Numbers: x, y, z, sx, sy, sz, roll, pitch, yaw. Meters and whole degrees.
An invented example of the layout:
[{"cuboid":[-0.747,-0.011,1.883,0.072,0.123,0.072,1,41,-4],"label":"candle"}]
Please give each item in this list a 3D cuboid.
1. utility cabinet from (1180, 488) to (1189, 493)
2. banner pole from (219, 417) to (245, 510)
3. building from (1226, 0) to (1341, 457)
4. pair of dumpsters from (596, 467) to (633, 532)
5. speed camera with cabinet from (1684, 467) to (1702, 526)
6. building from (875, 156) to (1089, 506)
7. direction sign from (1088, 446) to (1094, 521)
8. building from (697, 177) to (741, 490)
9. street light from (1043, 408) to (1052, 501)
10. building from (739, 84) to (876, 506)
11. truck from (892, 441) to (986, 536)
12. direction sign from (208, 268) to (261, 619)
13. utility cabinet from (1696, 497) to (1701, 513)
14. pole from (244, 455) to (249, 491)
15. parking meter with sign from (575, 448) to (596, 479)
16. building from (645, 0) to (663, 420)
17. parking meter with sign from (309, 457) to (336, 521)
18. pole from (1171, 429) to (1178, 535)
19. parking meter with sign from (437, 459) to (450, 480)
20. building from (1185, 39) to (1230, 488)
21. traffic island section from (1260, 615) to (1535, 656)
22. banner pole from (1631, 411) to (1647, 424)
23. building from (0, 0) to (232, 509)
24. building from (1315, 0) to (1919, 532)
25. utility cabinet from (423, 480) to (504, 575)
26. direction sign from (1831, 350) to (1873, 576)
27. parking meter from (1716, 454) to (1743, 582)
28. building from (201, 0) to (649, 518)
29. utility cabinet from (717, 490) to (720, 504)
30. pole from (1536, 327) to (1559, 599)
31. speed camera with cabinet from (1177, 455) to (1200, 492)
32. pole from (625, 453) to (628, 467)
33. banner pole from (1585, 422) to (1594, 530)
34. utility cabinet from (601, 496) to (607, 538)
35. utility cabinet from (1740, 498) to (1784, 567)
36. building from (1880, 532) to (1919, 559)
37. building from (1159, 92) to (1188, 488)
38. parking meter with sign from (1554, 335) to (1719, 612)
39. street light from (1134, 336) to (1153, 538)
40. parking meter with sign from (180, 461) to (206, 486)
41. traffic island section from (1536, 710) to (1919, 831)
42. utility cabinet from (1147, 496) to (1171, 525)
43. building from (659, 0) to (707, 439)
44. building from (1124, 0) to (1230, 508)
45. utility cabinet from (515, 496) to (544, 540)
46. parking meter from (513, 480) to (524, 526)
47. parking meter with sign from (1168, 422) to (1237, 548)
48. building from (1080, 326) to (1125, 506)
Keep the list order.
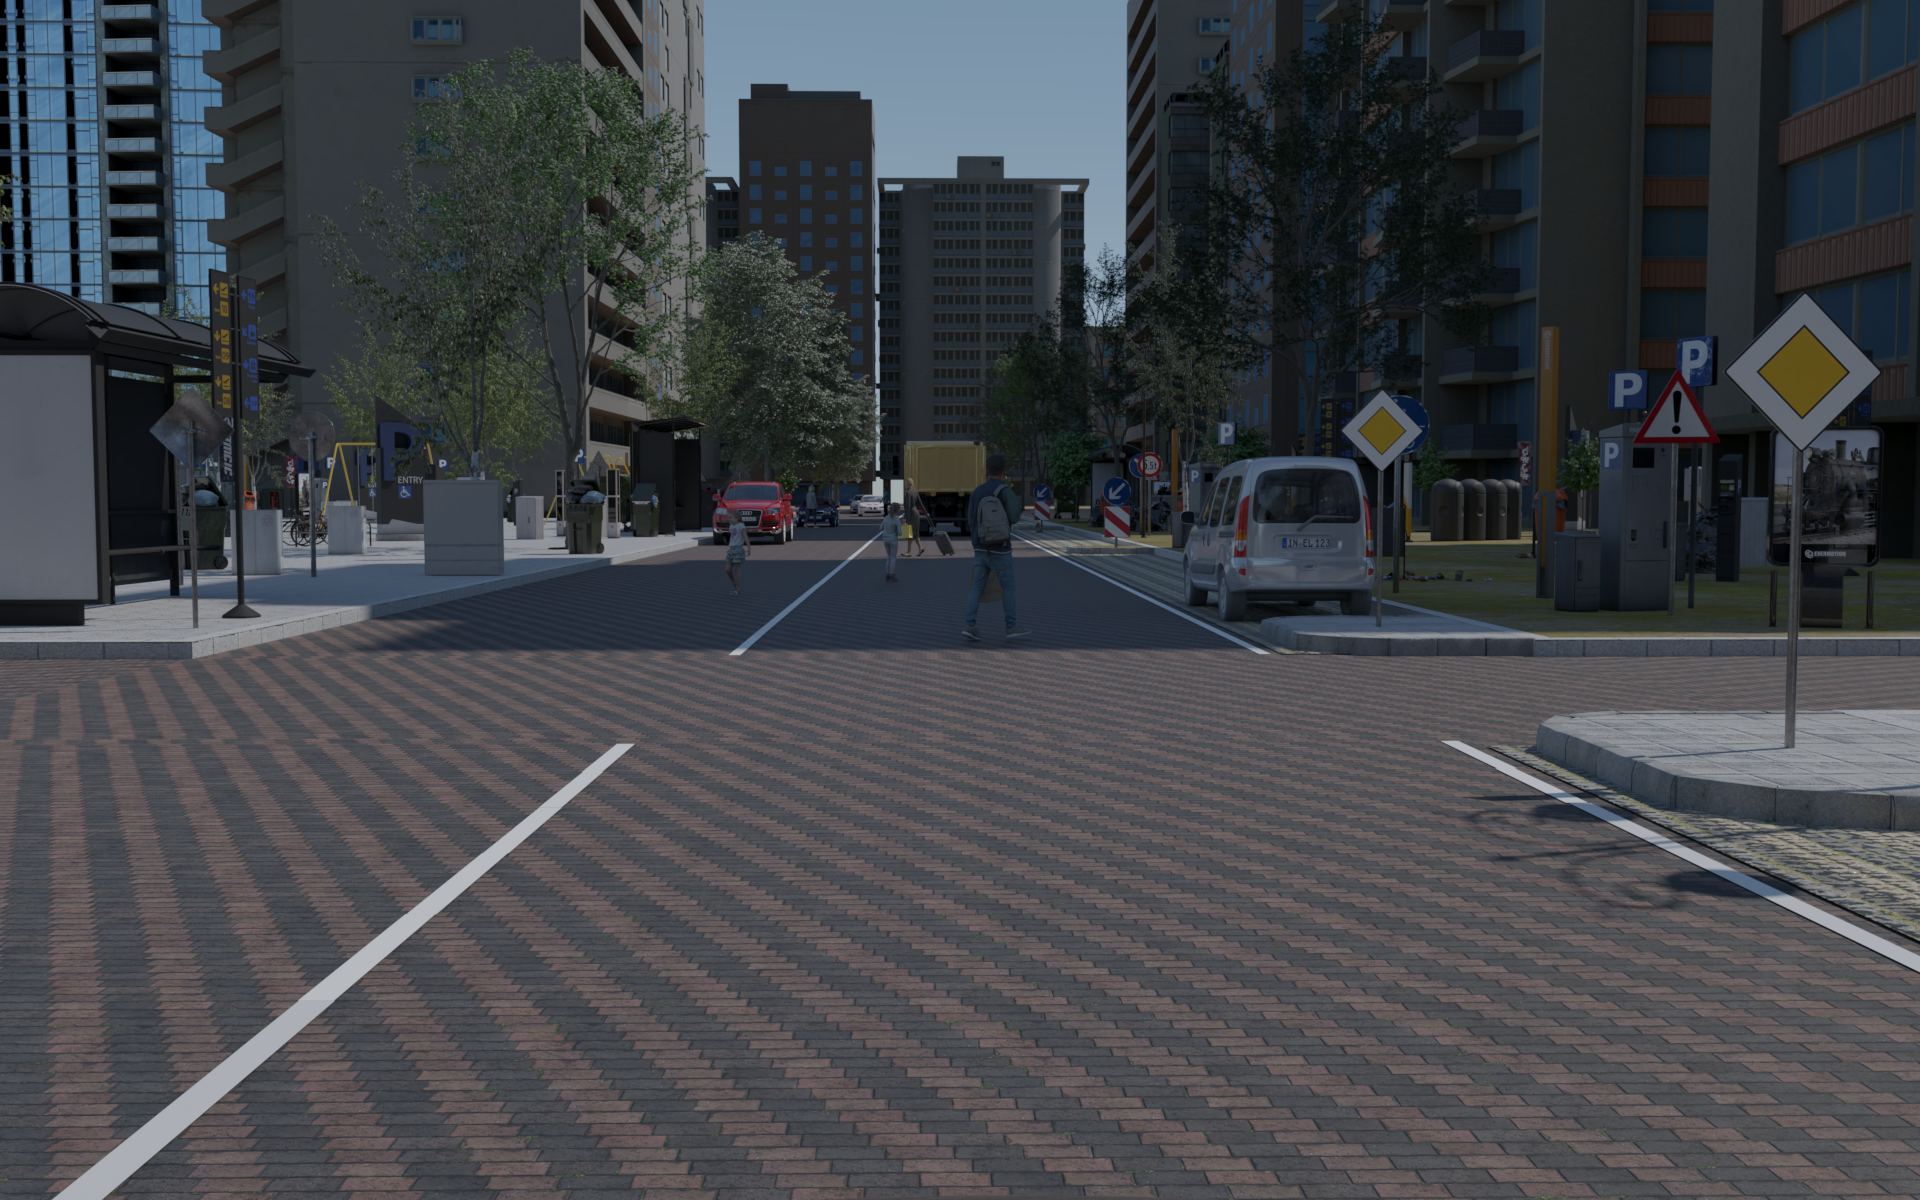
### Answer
[{"cuboid":[8.536,-3.292,62.507,1.173,1.500,0.318,2,4,29],"label":"utility cabinet"},{"cuboid":[-19.041,-3.388,45.419,0.863,3.779,0.401,0,4,6],"label":"banner pole"},{"cuboid":[23.567,-27.492,99.613,14.600,45.320,14.200,0,4,-1],"label":"building"},{"cuboid":[-11.772,-3.520,60.052,1.574,2.255,4.437,0,4,-1],"label":"pair of dumpsters"},{"cuboid":[25.749,-3.946,58.848,2.038,3.252,0.660,3,5,44],"label":"speed camera with cabinet"},{"cuboid":[2.325,-31.185,201.750,23.993,40.220,32.217,0,4,-1],"label":"building"},{"cuboid":[6.146,-5.448,81.064,0.876,3.537,0.379,3,5,44],"label":"direction sign"},{"cuboid":[-36.435,-31.125,200.770,23.993,40.220,32.217,0,4,-1],"label":"building"},{"cuboid":[4.624,-7.245,91.249,0.468,5.910,1.993,0,4,-1],"label":"street light"},{"cuboid":[-16.608,-33.182,192.640,14.200,45.320,14.600,0,4,-1],"label":"building"},{"cuboid":[-0.664,-4.056,62.243,3.469,3.379,9.791,0,4,-3],"label":"truck"},{"cuboid":[-7.468,-1.584,17.895,0.379,3.537,0.876,0,4,6],"label":"direction sign"},{"cuboid":[22.399,-2.526,52.466,0.306,1.237,1.020,2,4,24],"label":"utility cabinet"},{"cuboid":[-36.956,-5.864,89.713,0.158,3.312,0.155,0,3,0],"label":"pole"},{"cuboid":[-13.859,-4.226,65.362,1.738,3.016,0.543,3,4,38],"label":"parking meter with sign"},{"cuboid":[-28.607,-28.698,119.317,14.600,45.320,14.200,0,4,-1],"label":"building"},{"cuboid":[-30.233,-5.244,81.996,1.738,3.016,0.543,3,4,38],"label":"parking meter with sign"},{"cuboid":[6.762,-3.716,54.598,0.158,3.312,0.155,0,3,0],"label":"pole"},{"cuboid":[-25.279,-5.502,86.218,1.738,3.016,0.543,3,5,40],"label":"parking meter with sign"},{"cuboid":[23.219,-20.947,114.189,14.160,30.474,14.107,0,4,-1],"label":"building"},{"cuboid":[4.066,0.338,16.753,2.009,0.180,2.903,0,4,-1],"label":"traffic island section"},{"cuboid":[20.650,-3.837,52.750,0.401,3.779,0.863,-1,4,-19],"label":"banner pole"},{"cuboid":[-65.866,-50.751,142.444,31.000,86.520,22.319,0,4,-1],"label":"building"},{"cuboid":[28.163,-25.851,77.294,22.147,44.769,28.867,0,4,-1],"label":"building"},{"cuboid":[-7.801,-1.136,27.250,1.173,1.500,0.318,0,4,0],"label":"utility cabinet"},{"cuboid":[13.951,-2.150,27.155,0.876,3.537,0.379,-2,4,-26],"label":"direction sign"},{"cuboid":[11.270,-1.203,25.379,0.255,1.863,0.399,3,4,37],"label":"parking meter"},{"cuboid":[-30.739,-29.210,101.278,21.300,48.544,21.600,0,4,-1],"label":"building"},{"cuboid":[-12.460,-5.033,90.976,0.318,1.500,1.173,0,4,4],"label":"utility cabinet"},{"cuboid":[7.209,-1.676,21.241,0.158,3.312,0.155,0,3,0],"label":"pole"},{"cuboid":[11.347,-5.674,87.103,2.038,3.252,0.660,0,4,1],"label":"speed camera with cabinet"},{"cuboid":[-16.364,-5.581,85.091,0.158,3.312,0.155,0,3,0],"label":"pole"},{"cuboid":[21.711,-4.276,59.922,0.863,3.779,0.401,-3,5,-41],"label":"banner pole"},{"cuboid":[-10.603,-2.441,51.076,0.306,1.237,1.020,1,4,21],"label":"utility cabinet"},{"cuboid":[14.147,-1.194,30.681,1.020,1.237,0.306,1,4,20],"label":"utility cabinet"},{"cuboid":[31.284,-23.380,36.886,28.867,44.769,22.147,0,4,-1],"label":"building"},{"cuboid":[21.560,-21.807,128.242,14.160,30.474,14.107,0,4,-1],"label":"building"},{"cuboid":[7.417,-1.395,19.075,1.738,3.016,0.543,-1,4,-19],"label":"parking meter with sign"},{"cuboid":[5.402,-4.770,50.781,0.468,5.910,1.993,0,4,-1],"label":"street light"},{"cuboid":[-18.330,-2.709,40.555,1.738,3.016,0.543,0,4,0],"label":"parking meter with sign"},{"cuboid":[4.215,0.826,8.769,2.009,0.180,2.903,0,4,-1],"label":"traffic island section"},{"cuboid":[8.346,-3.744,72.368,1.020,1.237,0.306,2,4,24],"label":"utility cabinet"},{"cuboid":[-35.538,-33.806,141.962,27.495,52.752,28.713,0,4,-1],"label":"building"},{"cuboid":[25.767,-31.935,145.840,21.300,48.544,21.600,0,4,-1],"label":"building"},{"cuboid":[-12.195,-2.318,49.061,1.020,1.237,0.306,3,5,44],"label":"utility cabinet"},{"cuboid":[-17.804,-3.921,69.817,0.399,1.863,0.255,2,4,32],"label":"parking meter"},{"cuboid":[5.843,-2.771,41.568,1.738,3.016,0.543,-3,4,-38],"label":"parking meter with sign"},{"cuboid":[28.807,-21.750,200.644,28.899,21.520,27.650,0,4,-1],"label":"building"}]
